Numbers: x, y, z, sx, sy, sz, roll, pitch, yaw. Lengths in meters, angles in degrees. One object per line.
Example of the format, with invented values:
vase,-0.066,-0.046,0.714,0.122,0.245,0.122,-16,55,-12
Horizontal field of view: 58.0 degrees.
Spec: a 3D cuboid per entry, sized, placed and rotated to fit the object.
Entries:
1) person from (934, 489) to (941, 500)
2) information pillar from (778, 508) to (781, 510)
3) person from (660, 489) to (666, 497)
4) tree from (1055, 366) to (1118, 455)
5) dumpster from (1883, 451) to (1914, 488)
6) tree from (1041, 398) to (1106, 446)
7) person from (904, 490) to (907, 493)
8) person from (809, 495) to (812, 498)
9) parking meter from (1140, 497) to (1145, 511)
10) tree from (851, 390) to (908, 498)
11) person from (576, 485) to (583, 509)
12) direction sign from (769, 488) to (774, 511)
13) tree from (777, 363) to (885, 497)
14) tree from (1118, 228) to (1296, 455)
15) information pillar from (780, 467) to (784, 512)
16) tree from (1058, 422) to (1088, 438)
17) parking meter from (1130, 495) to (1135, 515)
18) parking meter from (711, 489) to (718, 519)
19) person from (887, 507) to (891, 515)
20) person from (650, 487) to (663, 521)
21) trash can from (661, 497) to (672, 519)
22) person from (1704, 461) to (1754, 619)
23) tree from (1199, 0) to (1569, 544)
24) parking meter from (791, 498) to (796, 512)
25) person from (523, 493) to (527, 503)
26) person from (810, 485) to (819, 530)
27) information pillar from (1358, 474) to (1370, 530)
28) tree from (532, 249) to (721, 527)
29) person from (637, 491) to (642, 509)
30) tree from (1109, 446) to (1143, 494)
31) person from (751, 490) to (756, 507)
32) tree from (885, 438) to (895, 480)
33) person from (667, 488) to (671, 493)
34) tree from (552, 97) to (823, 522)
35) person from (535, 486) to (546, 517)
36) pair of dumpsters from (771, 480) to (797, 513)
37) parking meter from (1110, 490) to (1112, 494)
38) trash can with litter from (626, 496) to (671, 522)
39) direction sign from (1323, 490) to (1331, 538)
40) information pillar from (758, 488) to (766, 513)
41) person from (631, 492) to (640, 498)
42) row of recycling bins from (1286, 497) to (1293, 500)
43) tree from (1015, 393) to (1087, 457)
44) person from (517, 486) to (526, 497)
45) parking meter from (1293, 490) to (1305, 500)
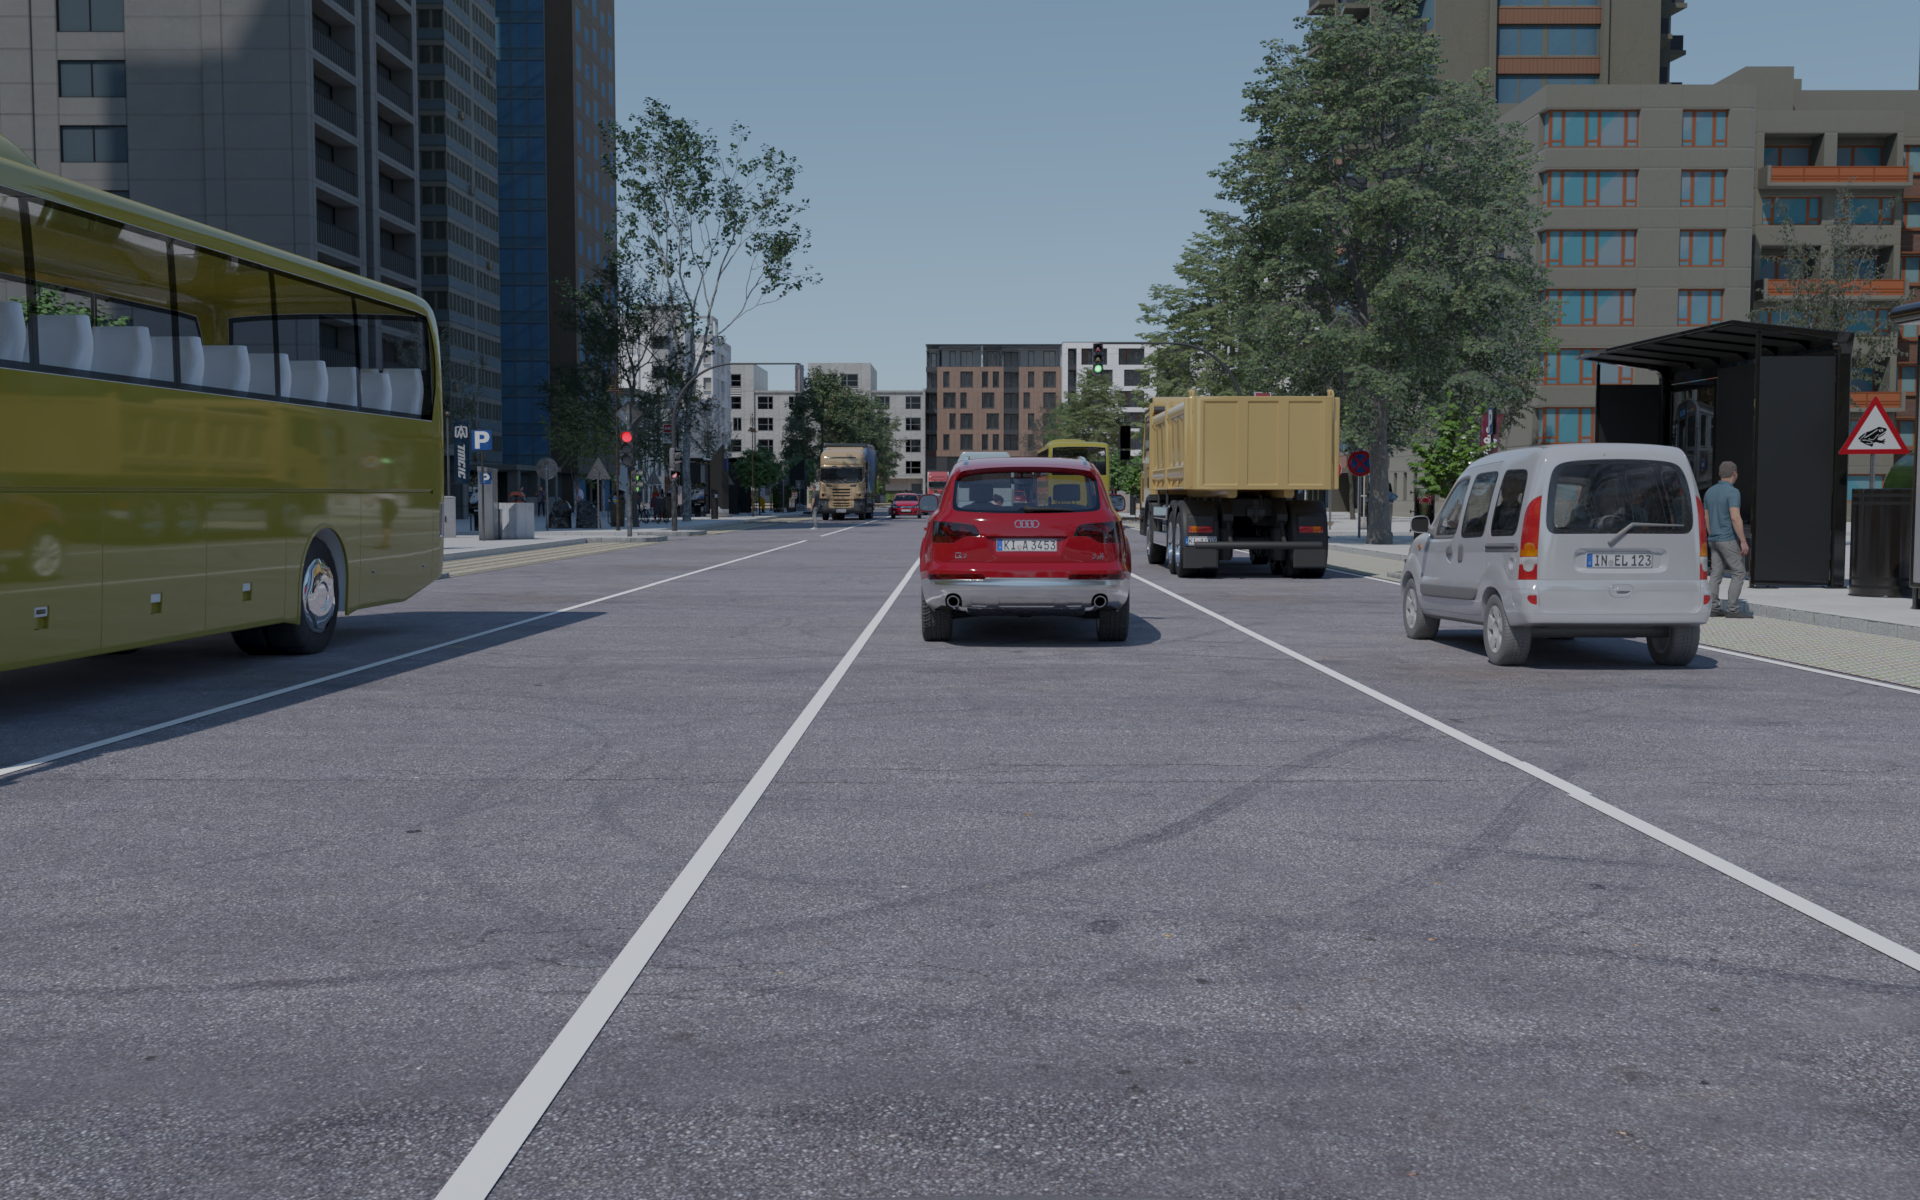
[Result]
person,-1.557,-6.260,111.578,0.841,1.734,0.376,0,4,0
information pillar,-13.764,-7.833,132.553,0.304,2.012,0.304,0,4,1
person,-24.294,-8.239,141.471,1.217,1.735,0.721,0,4,-1
tree,12.000,-14.363,152.968,7.486,12.596,7.792,0,3,0
dumpster,14.767,-1.402,25.410,1.502,2.255,1.985,0,4,0
tree,12.171,-15.727,182.896,9.928,11.665,9.643,0,3,0
person,-4.216,-7.395,129.936,0.750,1.759,0.617,1,4,12
person,-18.079,-12.546,214.344,1.217,1.736,0.721,-1,4,-18
parking meter,13.679,-7.434,129.964,0.372,1.533,0.369,0,3,0
tree,-11.344,-18.624,211.159,9.857,13.997,8.962,0,3,0
person,-17.671,-4.482,80.263,0.436,1.711,0.756,0,4,4
direction sign,-14.446,-8.606,132.698,0.876,3.537,0.379,-3,4,-37
tree,-12.060,-14.368,151.923,9.611,12.733,9.660,0,3,0
tree,11.156,-9.559,74.416,7.486,12.596,7.792,0,3,0
information pillar,-12.793,-8.153,124.662,0.183,3.616,0.504,1,4,13
tree,11.558,-13.692,174.228,4.360,8.622,3.978,0,3,0
parking meter,10.501,-5.918,105.164,0.372,1.533,0.369,0,3,0
parking meter,-12.522,-4.890,88.366,0.372,1.533,0.369,0,3,0
person,-4.694,-5.897,115.389,0.357,0.543,0.381,0,4,-6
person,-14.233,-4.499,81.304,0.593,1.614,0.444,1,4,20
trash can,-15.347,-4.829,90.613,0.748,1.137,0.748,0,3,0
person,8.863,-0.693,19.964,0.434,1.807,0.598,0,4,-3
tree,10.794,-8.397,43.944,9.857,13.997,8.962,0,3,0
parking meter,-12.001,-7.120,124.819,0.372,1.533,0.369,0,3,0
person,-19.873,-4.211,78.804,0.340,1.345,0.435,-2,4,-25
person,-5.906,-3.757,70.050,0.434,1.807,0.598,2,4,25
information pillar,14.567,-3.547,62.488,0.304,2.012,0.304,-2,4,-35
tree,-12.908,-8.102,66.887,7.601,10.594,8.767,-2,4,-30
person,-22.930,-7.126,123.366,0.655,1.722,0.431,1,4,13
tree,11.061,-8.411,121.240,4.285,4.588,4.351,0,3,0
person,-21.353,-10.438,176.799,1.348,1.812,0.705,3,4,38
tree,-11.431,-16.124,180.640,9.611,12.733,9.660,0,3,0
person,-21.019,-7.195,124.623,0.436,1.711,0.756,-2,4,-33
tree,-12.683,-13.822,81.882,12.611,20.169,13.585,0,3,0
person,-23.850,-5.627,98.576,0.617,1.759,0.750,-1,4,-10
pair of dumpsters,-12.315,-7.247,120.974,1.574,2.255,4.437,0,4,0
parking meter,11.495,-7.805,133.320,0.399,1.863,0.255,-1,4,-18
trash can with litter,-14.080,-4.143,78.801,2.233,1.210,1.678,-1,4,-16
direction sign,10.599,-3.567,50.320,0.876,3.537,0.379,-3,5,-41
information pillar,-13.518,-7.755,118.144,0.504,3.616,0.183,2,4,24
person,-16.483,-4.963,87.886,0.504,1.737,0.576,-1,4,-14
row of recycling bins,13.850,-4.529,81.160,3.534,1.692,1.069,1,4,12
tree,11.761,-18.363,210.602,12.009,13.543,11.850,0,3,0
person,-22.811,-5.080,90.015,0.541,1.710,0.530,-2,4,-24
parking meter,12.582,-3.587,64.363,0.399,1.863,0.255,-1,4,-22
